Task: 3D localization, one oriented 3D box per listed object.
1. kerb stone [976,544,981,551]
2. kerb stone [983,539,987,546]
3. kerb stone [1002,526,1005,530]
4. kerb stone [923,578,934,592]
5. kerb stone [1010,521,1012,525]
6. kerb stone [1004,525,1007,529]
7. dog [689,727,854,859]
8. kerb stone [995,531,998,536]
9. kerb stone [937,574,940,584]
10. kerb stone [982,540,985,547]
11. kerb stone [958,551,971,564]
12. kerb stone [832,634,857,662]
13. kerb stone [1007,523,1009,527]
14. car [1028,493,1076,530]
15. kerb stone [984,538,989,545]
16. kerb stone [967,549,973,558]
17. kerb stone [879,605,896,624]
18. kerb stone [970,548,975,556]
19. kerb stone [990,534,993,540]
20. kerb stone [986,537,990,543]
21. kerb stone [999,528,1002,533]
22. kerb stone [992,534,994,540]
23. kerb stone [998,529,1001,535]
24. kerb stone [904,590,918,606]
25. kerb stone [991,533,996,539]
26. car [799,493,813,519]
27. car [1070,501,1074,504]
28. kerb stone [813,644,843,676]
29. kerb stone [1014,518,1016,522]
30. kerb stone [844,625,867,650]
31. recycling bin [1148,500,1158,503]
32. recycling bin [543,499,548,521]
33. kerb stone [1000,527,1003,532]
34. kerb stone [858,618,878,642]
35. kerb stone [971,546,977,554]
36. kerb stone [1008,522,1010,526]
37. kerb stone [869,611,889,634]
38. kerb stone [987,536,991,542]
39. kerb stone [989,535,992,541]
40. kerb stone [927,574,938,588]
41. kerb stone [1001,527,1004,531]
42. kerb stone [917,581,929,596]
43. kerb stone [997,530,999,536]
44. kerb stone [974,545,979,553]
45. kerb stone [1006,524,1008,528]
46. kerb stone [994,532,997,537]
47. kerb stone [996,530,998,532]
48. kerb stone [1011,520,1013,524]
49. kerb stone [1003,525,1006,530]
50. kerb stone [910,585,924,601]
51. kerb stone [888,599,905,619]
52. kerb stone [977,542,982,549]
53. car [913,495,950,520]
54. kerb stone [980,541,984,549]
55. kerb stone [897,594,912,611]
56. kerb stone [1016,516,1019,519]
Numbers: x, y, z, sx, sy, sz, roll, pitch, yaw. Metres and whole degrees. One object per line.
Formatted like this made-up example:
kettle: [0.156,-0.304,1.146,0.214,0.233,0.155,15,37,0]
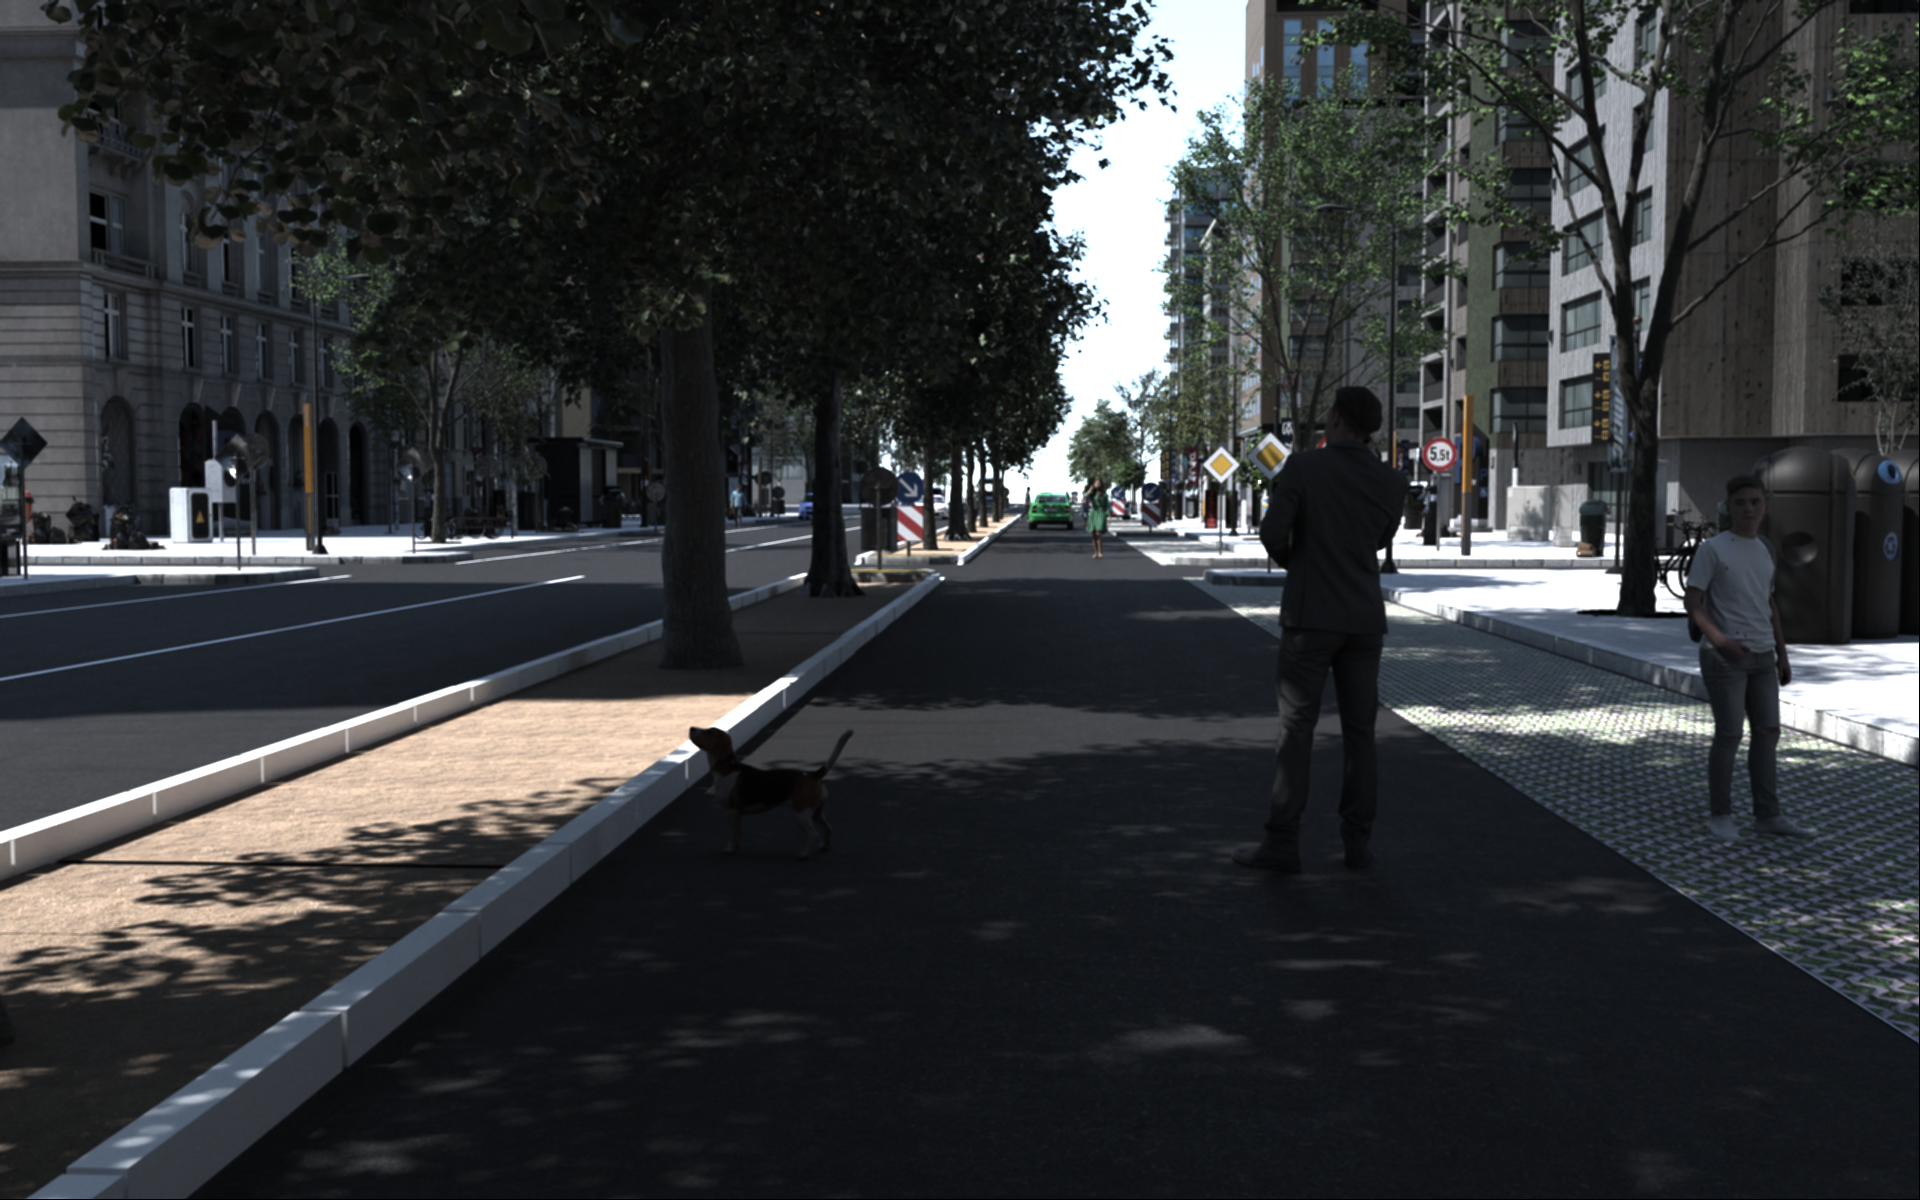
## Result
kerb stone: [0.365,-1.223,42.259,0.120,0.150,1.000,0,4,3]
kerb stone: [0.568,-1.478,46.358,0.120,0.150,1.000,0,4,3]
kerb stone: [1.475,-2.540,63.770,0.120,0.150,1.000,0,4,3]
kerb stone: [-0.513,-0.182,25.301,0.120,0.150,1.000,0,4,3]
kerb stone: [2.099,-3.292,76.027,0.120,0.150,1.000,0,4,3]
kerb stone: [1.632,-2.730,66.831,0.120,0.150,1.000,0,4,3]
dog: [-0.754,0.758,6.890,0.540,0.507,0.406,-2,4,-33]
kerb stone: [1.049,-2.037,55.556,0.120,0.150,1.000,0,4,3]
kerb stone: [-0.406,-0.315,27.342,0.120,0.150,1.000,0,4,3]
kerb stone: [0.521,-1.415,45.330,0.120,0.150,1.000,0,4,3]
kerb stone: [0.098,-0.910,37.115,0.120,0.150,1.000,0,4,3]
kerb stone: [-1.034,0.438,15.070,0.120,0.150,1.000,0,4,3]
kerb stone: [1.836,-2.980,70.918,0.120,0.150,1.000,0,4,3]
car: [3.732,-3.771,70.451,1.959,1.807,4.718,0,4,4]
kerb stone: [0.635,-1.536,47.378,0.120,0.150,1.000,0,4,3]
kerb stone: [0.156,-0.975,38.140,0.120,0.150,1.000,0,4,3]
kerb stone: [-0.835,0.187,19.155,0.120,0.150,1.000,0,4,3]
kerb stone: [0.210,-1.034,39.173,0.120,0.150,1.000,0,4,3]
kerb stone: [0.836,-1.791,51.472,0.120,0.150,1.000,0,4,3]
kerb stone: [0.682,-1.599,48.409,0.120,0.150,1.000,0,4,3]
kerb stone: [1.315,-2.354,60.680,0.120,0.150,1.000,0,4,3]
kerb stone: [0.890,-1.849,52.493,0.120,0.150,1.000,0,4,3]
kerb stone: [1.214,-2.225,58.635,0.120,0.150,1.000,0,4,3]
kerb stone: [-0.667,0.001,22.223,0.120,0.150,1.000,0,4,3]
kerb stone: [0.944,-1.915,53.513,0.120,0.150,1.000,0,4,3]
car: [-8.211,-5.480,99.187,1.945,1.707,3.694,0,4,3]
car: [5.285,-5.238,95.428,2.009,1.686,4.222,0,4,4]
kerb stone: [-1.090,0.498,14.049,0.120,0.150,1.000,0,4,3]
kerb stone: [2.518,-3.793,84.204,0.120,0.150,1.000,0,4,3]
kerb stone: [-0.997,0.373,16.092,0.120,0.150,1.000,0,4,3]
recycling bin: [11.464,-5.441,101.516,0.722,1.027,0.722,1,4,21]
recycling bin: [-19.498,-4.284,82.589,0.722,1.027,0.722,3,4,37]
kerb stone: [1.363,-2.417,61.713,0.120,0.150,1.000,0,4,3]
kerb stone: [-0.940,0.311,17.113,0.120,0.150,1.000,0,4,3]
kerb stone: [0.256,-1.101,40.202,0.120,0.150,1.000,0,4,3]
kerb stone: [1.943,-3.100,72.959,0.120,0.150,1.000,0,4,3]
kerb stone: [-0.877,0.248,18.133,0.120,0.150,1.000,0,4,3]
kerb stone: [0.733,-1.666,49.429,0.120,0.150,1.000,0,4,3]
kerb stone: [0.778,-1.728,50.451,0.120,0.150,1.000,0,4,3]
kerb stone: [-0.462,-0.252,26.321,0.120,0.150,1.000,0,4,3]
kerb stone: [1.420,-2.473,62.734,0.120,0.150,1.000,0,4,3]
kerb stone: [-0.570,-0.127,24.274,0.120,0.150,1.000,0,4,3]
kerb stone: [1.152,-2.158,57.602,0.120,0.150,1.000,0,4,3]
kerb stone: [0.310,-1.164,41.224,0.120,0.150,1.000,0,4,3]
kerb stone: [1.728,-2.855,68.877,0.120,0.150,1.000,0,4,3]
kerb stone: [0.997,-1.978,54.535,0.120,0.150,1.000,0,4,3]
kerb stone: [1.096,-2.103,56.577,0.120,0.150,1.000,0,4,3]
kerb stone: [2.201,-3.418,78.072,0.120,0.150,1.000,0,4,3]
kerb stone: [1.576,-2.665,65.811,0.120,0.150,1.000,0,4,3]
kerb stone: [-0.613,-0.065,23.252,0.120,0.150,1.000,0,4,3]
kerb stone: [-0.773,0.123,20.181,0.120,0.150,1.000,0,4,3]
kerb stone: [0.419,-1.290,43.283,0.120,0.150,1.000,0,4,3]
car: [-1.609,-5.238,98.000,2.083,1.381,4.827,0,4,2]
kerb stone: [0.469,-1.352,44.303,0.120,0.150,1.000,0,4,3]
kerb stone: [-0.722,0.061,21.202,0.120,0.150,1.000,0,4,3]
kerb stone: [2.891,-4.231,91.369,0.120,0.150,1.000,0,4,3]
